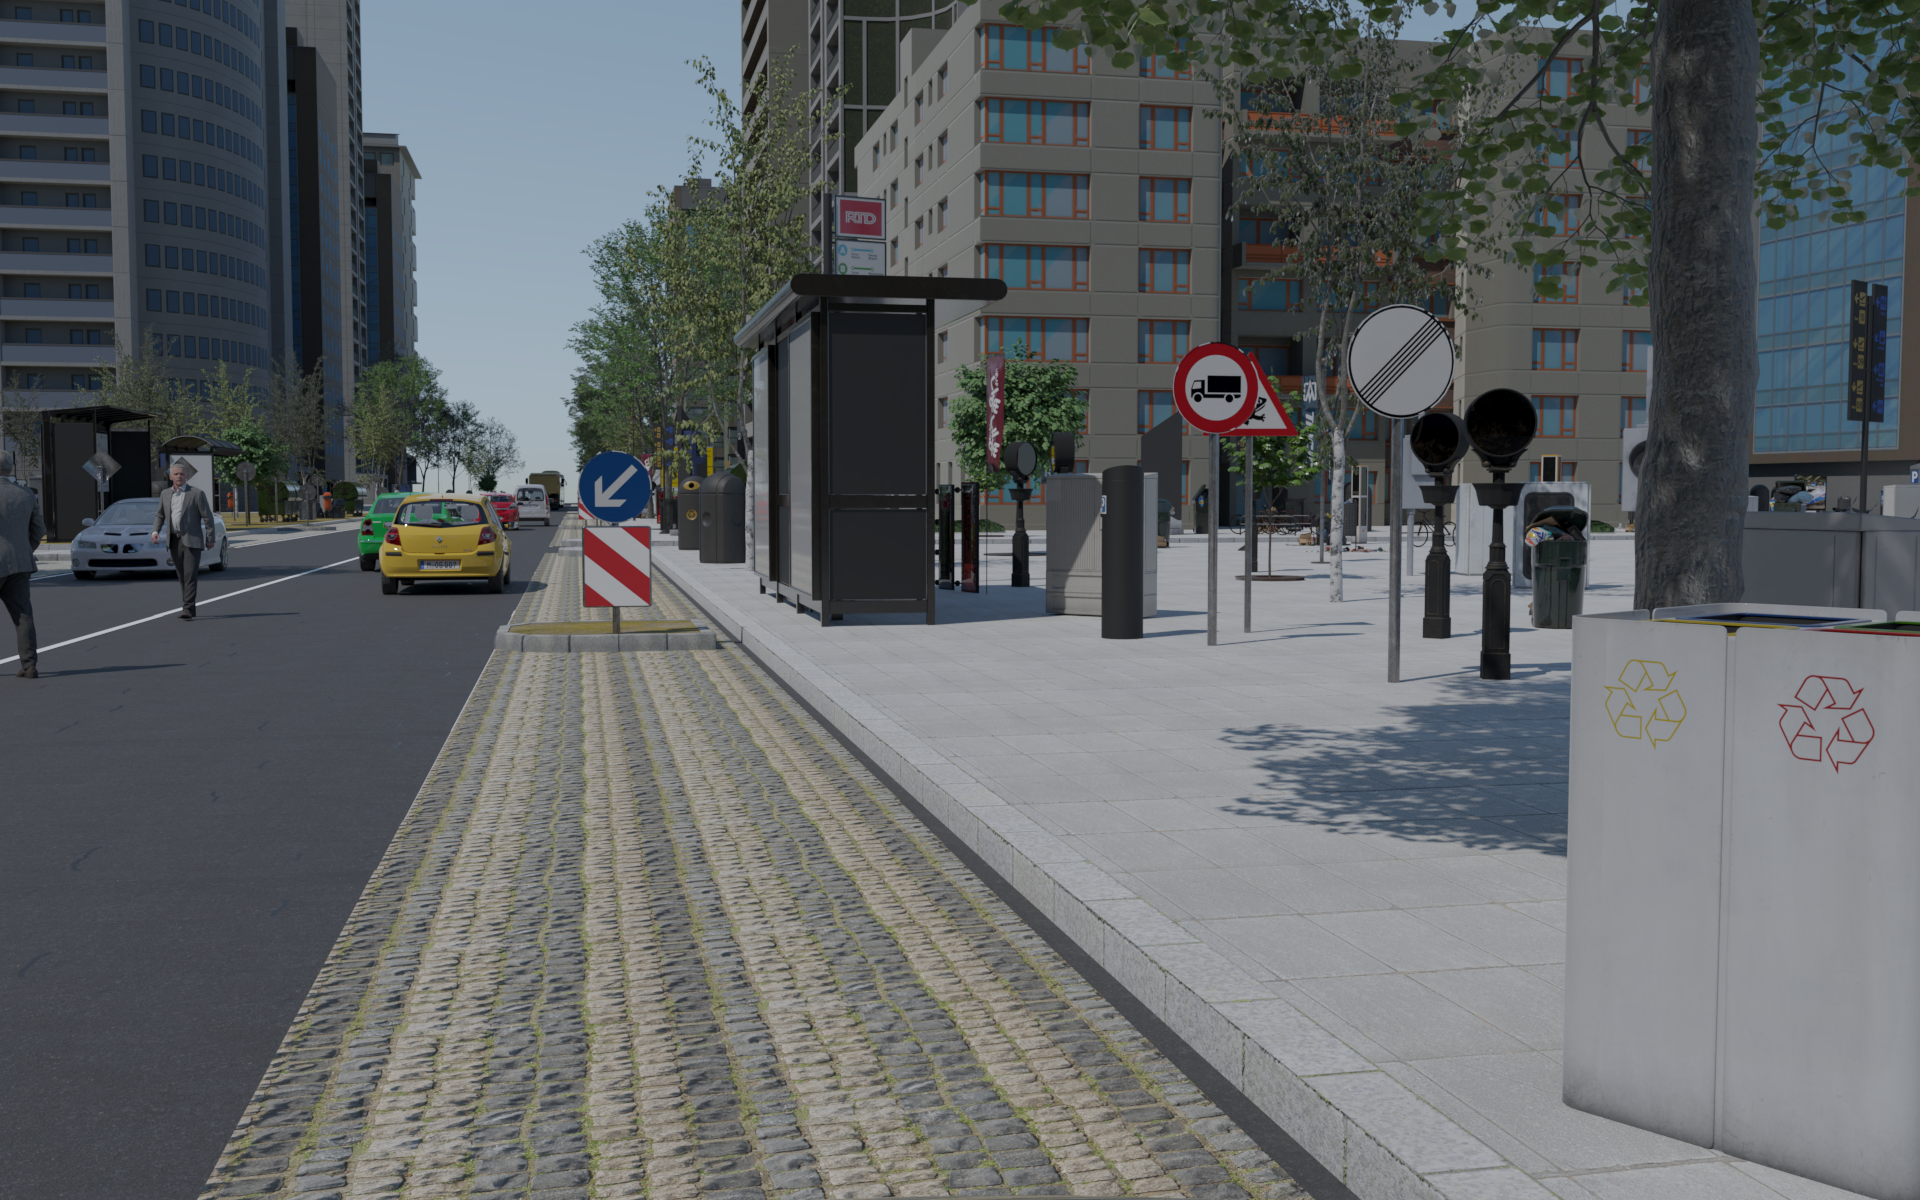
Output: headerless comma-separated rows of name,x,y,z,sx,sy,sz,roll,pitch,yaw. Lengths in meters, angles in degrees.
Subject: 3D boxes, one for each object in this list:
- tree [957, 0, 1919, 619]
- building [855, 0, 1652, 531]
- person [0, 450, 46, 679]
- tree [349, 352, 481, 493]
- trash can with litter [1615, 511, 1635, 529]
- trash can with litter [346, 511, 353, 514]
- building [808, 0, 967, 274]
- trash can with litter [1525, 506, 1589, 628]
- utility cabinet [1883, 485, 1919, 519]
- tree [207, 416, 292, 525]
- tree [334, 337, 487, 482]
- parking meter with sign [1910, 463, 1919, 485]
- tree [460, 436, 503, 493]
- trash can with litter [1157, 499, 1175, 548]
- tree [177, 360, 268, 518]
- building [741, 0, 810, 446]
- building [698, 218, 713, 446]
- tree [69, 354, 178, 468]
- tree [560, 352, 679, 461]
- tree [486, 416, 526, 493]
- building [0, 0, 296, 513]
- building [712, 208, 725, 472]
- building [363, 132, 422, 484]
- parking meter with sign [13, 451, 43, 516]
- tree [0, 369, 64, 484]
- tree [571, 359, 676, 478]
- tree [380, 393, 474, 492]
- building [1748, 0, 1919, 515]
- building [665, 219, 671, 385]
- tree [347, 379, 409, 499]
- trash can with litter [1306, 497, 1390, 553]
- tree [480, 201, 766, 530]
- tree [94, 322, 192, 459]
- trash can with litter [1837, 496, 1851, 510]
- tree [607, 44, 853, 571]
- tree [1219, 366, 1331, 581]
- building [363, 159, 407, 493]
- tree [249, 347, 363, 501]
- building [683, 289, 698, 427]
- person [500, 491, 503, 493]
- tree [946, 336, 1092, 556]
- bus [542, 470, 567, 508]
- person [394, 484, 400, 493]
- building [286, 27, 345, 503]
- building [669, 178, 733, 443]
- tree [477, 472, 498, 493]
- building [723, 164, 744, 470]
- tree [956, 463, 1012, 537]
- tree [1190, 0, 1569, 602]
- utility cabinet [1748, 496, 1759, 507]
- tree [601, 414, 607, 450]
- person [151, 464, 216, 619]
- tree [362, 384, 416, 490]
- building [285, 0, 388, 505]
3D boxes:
tree,2.154,-5.317,5.064,7.486,12.596,7.792,0,3,0
building,11.835,-14.154,76.458,28.899,21.520,27.650,-1,4,-12
person,-7.563,-0.285,13.560,0.834,1.777,0.661,2,4,24
tree,-40.691,-12.259,126.187,9.928,11.665,9.643,0,3,0
trash can with litter,24.642,-3.218,63.678,1.678,1.210,2.233,1,4,13
trash can with litter,-38.704,-5.978,109.133,1.055,1.170,0.624,-1,4,-16
building,-0.617,-41.288,113.315,20.563,71.187,20.611,-1,4,-12
trash can with litter,5.720,-0.333,16.833,0.624,1.170,1.055,0,4,8
utility cabinet,22.934,-2.049,42.186,1.173,1.500,0.318,-2,4,-32
tree,-29.838,-5.423,72.384,4.285,4.588,4.351,0,3,0
tree,-44.111,-13.808,136.129,12.009,13.543,11.850,0,3,0
parking meter with sign,24.153,-2.876,43.284,1.738,3.016,0.543,0,4,-2
tree,-57.984,-15.648,206.208,4.737,8.622,4.395,0,3,0
trash can with litter,4.823,-1.826,41.248,0.624,1.170,1.055,0,4,5
tree,-39.429,-8.792,94.106,4.737,8.622,4.395,0,3,0
building,-5.653,-31.448,137.869,21.300,48.544,21.600,-1,4,-12
building,-19.694,-25.137,182.693,14.160,30.474,14.107,-1,4,-12
tree,-43.985,-8.566,90.417,4.737,8.622,4.395,0,3,0
tree,-26.232,-13.975,135.148,9.857,13.997,8.962,0,3,0
tree,-73.104,-21.972,269.607,12.009,13.543,11.850,0,3,0
building,-62.729,-35.795,127.243,21.231,58.520,28.212,-1,4,-12
building,-16.164,-24.290,168.834,14.160,30.474,14.107,-1,4,-12
building,-94.333,-40.636,253.642,28.713,52.752,27.495,-1,4,-12
parking meter with sign,-37.628,-4.555,70.735,1.738,3.016,0.543,-2,4,-24
tree,-55.576,-9.355,103.321,4.360,8.622,3.978,0,3,0
tree,-22.430,-11.077,115.523,7.601,10.594,8.767,0,4,-3
tree,-46.467,-13.155,149.492,8.767,10.594,7.601,-1,4,-23
building,45.038,-26.144,77.569,14.200,45.320,14.600,-1,4,-12
building,-34.229,-37.509,267.897,22.147,44.769,28.867,-1,4,-12
tree,-37.424,-9.823,110.966,4.737,8.622,4.395,0,3,0
trash can with litter,8.896,-1.669,38.349,2.233,1.210,1.678,1,4,23
tree,-10.415,-8.319,61.772,9.928,11.665,9.643,0,3,0
tree,-35.384,-7.603,74.666,4.360,8.622,3.978,0,3,0
trash can with litter,35.259,-3.602,69.945,2.233,1.210,1.678,0,4,-2
tree,-3.579,-4.798,28.815,4.737,8.622,4.395,0,3,0
tree,4.520,-1.905,25.745,1.663,3.219,1.824,0,3,0
building,-83.078,-35.736,234.398,14.600,45.320,14.200,-1,4,-12
tree,-32.696,-8.303,86.118,4.360,8.622,3.978,0,3,0
building,-30.055,-28.160,232.120,14.160,30.474,14.107,-1,4,-12
person,-40.033,-8.671,150.957,1.217,1.739,0.721,2,4,24
tree,1.177,-3.207,36.141,4.285,4.588,4.351,0,3,0
bus,-42.696,-11.556,180.494,2.896,3.916,12.252,-1,4,-10
person,-20.405,-3.307,62.849,0.678,1.792,0.850,-3,5,-43
building,-68.925,-31.784,169.779,14.600,45.320,14.200,-1,4,-12
building,-33.746,-36.429,245.717,14.600,45.320,14.200,-1,4,-12
tree,-69.605,-16.601,255.136,4.285,4.588,4.351,0,3,0
building,-13.143,-23.448,155.080,14.160,30.474,14.107,-1,4,-12
tree,0.854,-3.498,51.787,1.663,3.219,1.824,0,3,0
tree,4.702,-4.282,20.367,4.360,8.622,3.978,0,3,0
utility cabinet,26.817,-2.926,59.004,1.020,1.237,0.306,-3,5,-40
tree,-20.616,-9.648,108.107,4.737,8.622,4.395,0,3,0
person,-8.903,-0.667,19.809,0.661,1.777,0.834,0,4,-7
tree,-38.780,-10.151,116.326,4.360,8.622,3.978,0,3,0
building,-83.029,-47.541,215.539,20.563,71.187,20.611,-1,4,-12
